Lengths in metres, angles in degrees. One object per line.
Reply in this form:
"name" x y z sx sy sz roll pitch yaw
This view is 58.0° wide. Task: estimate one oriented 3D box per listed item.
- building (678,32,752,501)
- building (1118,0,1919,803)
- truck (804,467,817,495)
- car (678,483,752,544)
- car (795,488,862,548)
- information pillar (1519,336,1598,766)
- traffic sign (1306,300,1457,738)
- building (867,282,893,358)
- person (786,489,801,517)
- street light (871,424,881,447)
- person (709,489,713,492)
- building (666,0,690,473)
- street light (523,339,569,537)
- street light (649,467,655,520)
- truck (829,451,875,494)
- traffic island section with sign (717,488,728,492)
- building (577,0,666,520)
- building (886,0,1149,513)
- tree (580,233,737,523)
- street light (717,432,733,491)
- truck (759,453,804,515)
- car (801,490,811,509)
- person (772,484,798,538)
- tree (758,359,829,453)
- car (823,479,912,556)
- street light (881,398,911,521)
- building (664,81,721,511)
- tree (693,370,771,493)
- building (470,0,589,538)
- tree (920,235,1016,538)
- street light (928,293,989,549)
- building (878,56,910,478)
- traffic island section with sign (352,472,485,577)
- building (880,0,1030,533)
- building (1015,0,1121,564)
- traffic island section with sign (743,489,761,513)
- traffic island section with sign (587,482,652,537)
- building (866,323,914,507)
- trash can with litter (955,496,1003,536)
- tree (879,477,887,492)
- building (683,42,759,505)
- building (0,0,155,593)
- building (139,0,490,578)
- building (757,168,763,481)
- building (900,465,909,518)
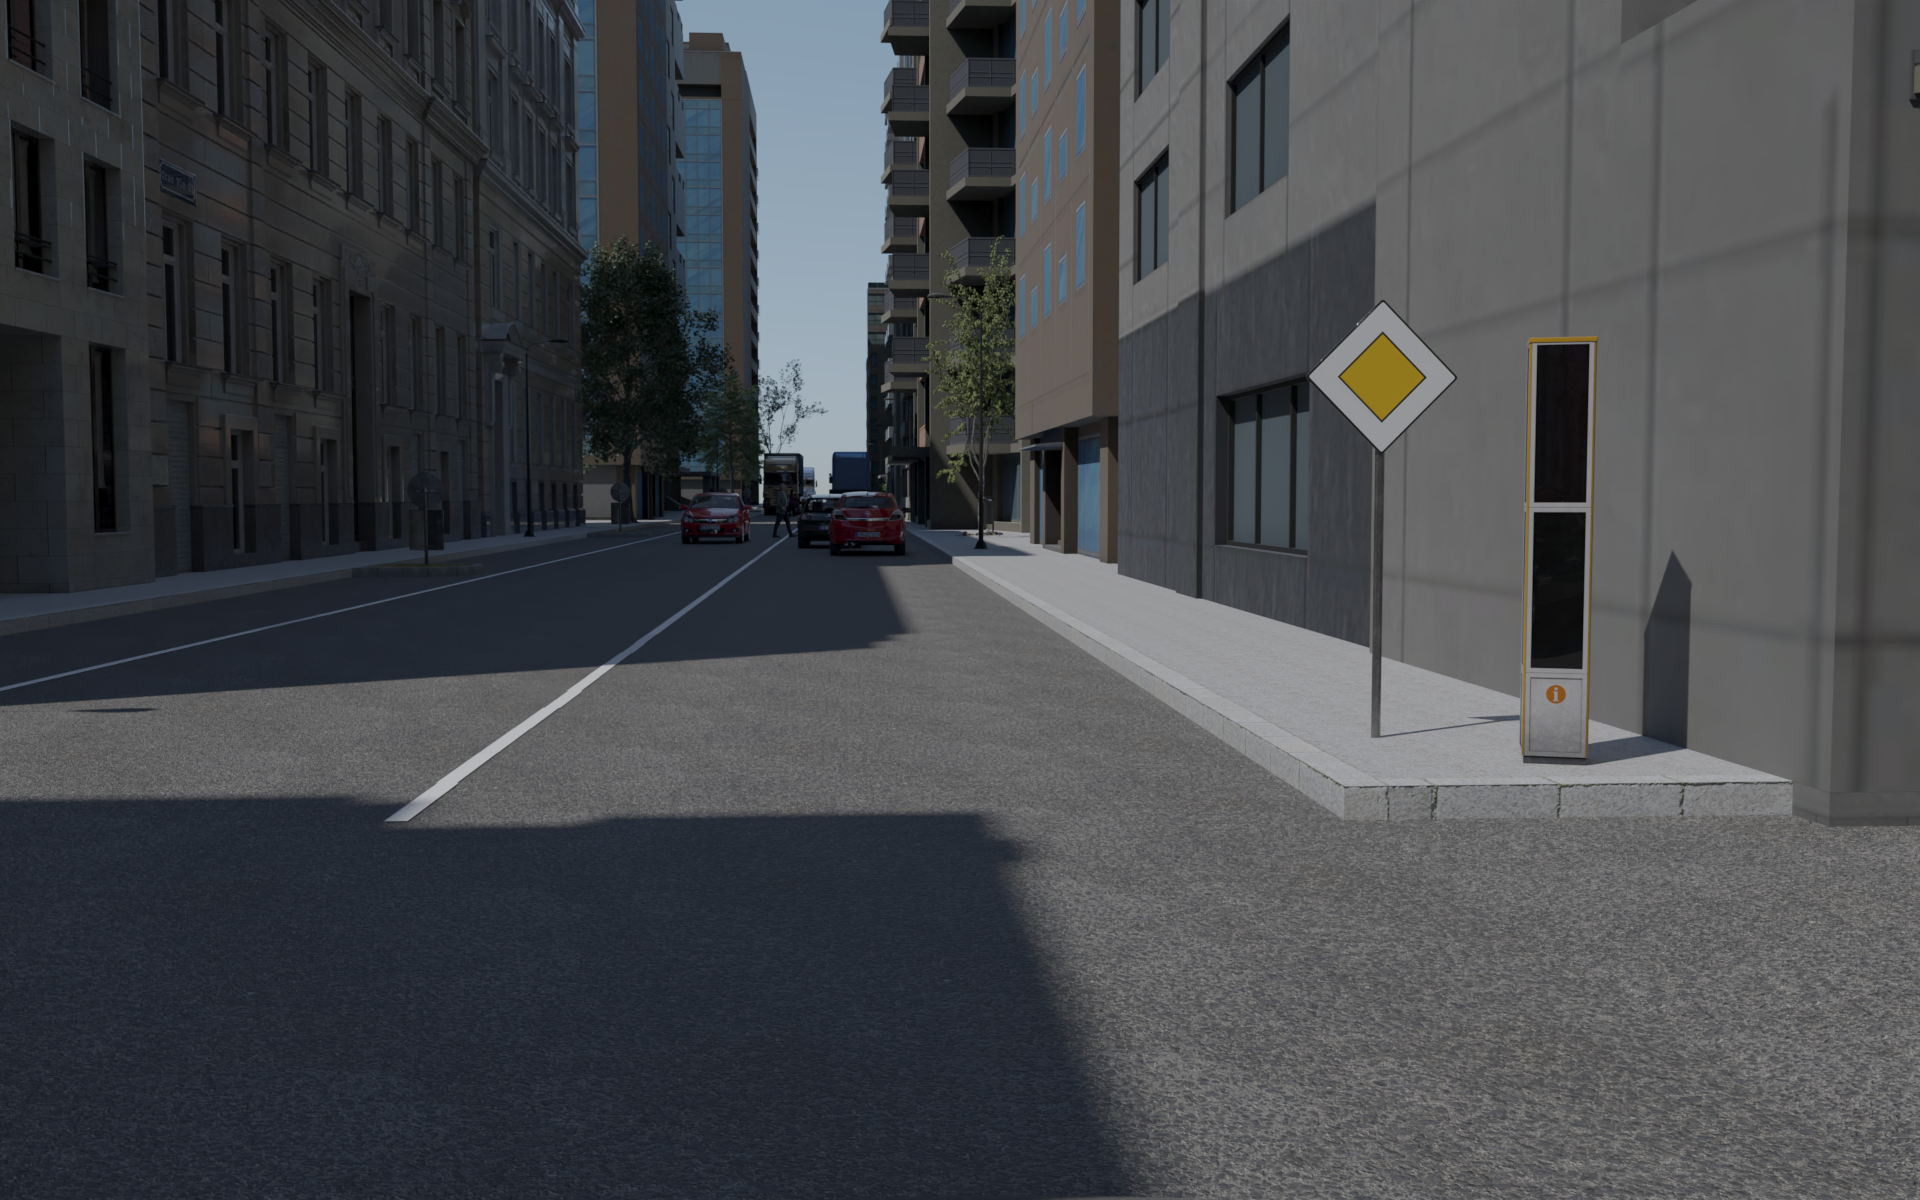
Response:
"building" -28.175 -31.957 172.602 14.600 45.320 14.200 0 4 -4
"building" 13.350 -35.343 16.112 20.611 71.187 20.563 0 4 -4
"truck" -16.084 -11.584 179.154 2.967 4.110 18.799 0 4 -4
"car" -7.238 -2.595 51.467 2.155 1.783 4.494 0 4 -3
"car" -3.508 -2.285 47.149 2.009 1.686 4.222 0 4 -3
"information pillar" 2.857 -0.232 8.288 0.304 2.012 0.304 1 4 16
"traffic sign" 2.187 -0.331 9.061 0.795 2.450 0.064 0 4 -4
"building" -5.650 -28.429 236.518 14.160 30.474 14.107 0 4 -4
"person" -10.425 -5.983 107.006 1.217 1.739 0.721 -1 4 -19
"street light" -4.968 -8.706 114.876 1.470 5.913 1.316 0 4 -4
"person" -13.816 -5.278 95.524 0.721 1.735 1.217 0 4 1
"building" -31.900 -31.805 109.257 28.713 52.752 27.495 0 4 -4
"street light" -12.406 -4.854 51.909 1.470 5.913 1.316 0 4 -4
"street light" -14.612 -6.878 84.997 1.470 5.913 1.316 0 4 -4
"truck" -6.679 -6.959 103.545 2.967 4.110 18.799 0 4 -2
"traffic island section with sign" -14.684 -6.049 107.526 1.989 1.847 2.006 0 4 -4
"building" -22.794 -26.858 89.231 14.600 45.320 14.200 0 4 -4
"building" 4.051 -43.465 148.903 20.563 71.187 20.611 0 4 -4
"tree" -14.687 -9.739 76.241 9.611 12.733 9.660 0 3 0
"street light" -17.601 -9.599 129.479 1.470 5.913 1.316 0 4 -4
"truck" -12.244 -8.027 120.150 2.839 4.237 11.283 0 4 -3
"car" -13.053 -7.925 138.249 2.281 1.827 5.304 0 4 -5
"person" -5.775 -2.944 57.039 0.834 1.777 0.661 1 4 9
"tree" -25.096 -23.607 241.864 12.611 20.169 13.585 0 3 0
"car" -2.233 -2.006 41.842 2.155 1.783 4.494 0 4 -3
"street light" -2.947 -6.795 83.636 1.470 5.913 1.316 0 4 -4
"building" -35.406 -27.128 135.416 32.217 40.220 23.993 0 4 -4
"tree" -21.179 -14.695 158.392 7.486 12.596 7.792 0 3 0
"building" -20.725 -16.717 59.220 13.634 28.700 20.117 0 4 -4
"tree" 0.697 -6.113 50.316 4.737 8.622 4.395 0 3 0
"street light" -0.050 -4.140 40.231 1.470 5.913 1.316 0 4 -4
"building" 3.270 -34.567 184.774 23.786 49.044 30.456 0 4 -4
"traffic island section with sign" -9.614 -1.365 30.952 1.989 1.847 2.006 0 4 -4
"building" 7.986 -25.389 69.738 22.147 44.769 28.867 0 4 -4
"building" 8.805 -23.698 37.569 14.600 45.320 14.200 0 4 -4
"traffic island section with sign" -16.471 -7.701 134.535 1.989 1.847 2.006 0 4 -4
"traffic island section with sign" -11.413 -3.033 58.215 1.989 1.847 2.006 0 4 -4
"building" 2.329 -22.647 215.322 27.650 21.520 28.899 0 4 -4
"trash can with litter" 0.535 -2.607 53.687 1.678 1.210 2.233 3 5 41
"tree" -6.740 -10.629 168.388 1.663 3.219 1.824 0 3 0
"building" -33.424 -34.640 190.063 21.300 48.544 21.600 0 4 -4
"building" -16.334 -9.855 15.885 10.420 20.320 16.860 0 4 -4
"building" -18.663 -14.649 36.781 12.463 27.353 25.104 0 4 -4
"building" -36.588 -36.535 216.962 23.786 49.044 30.456 0 4 -4
"building" 12.866 -24.829 97.837 32.217 40.220 23.993 0 4 -4
